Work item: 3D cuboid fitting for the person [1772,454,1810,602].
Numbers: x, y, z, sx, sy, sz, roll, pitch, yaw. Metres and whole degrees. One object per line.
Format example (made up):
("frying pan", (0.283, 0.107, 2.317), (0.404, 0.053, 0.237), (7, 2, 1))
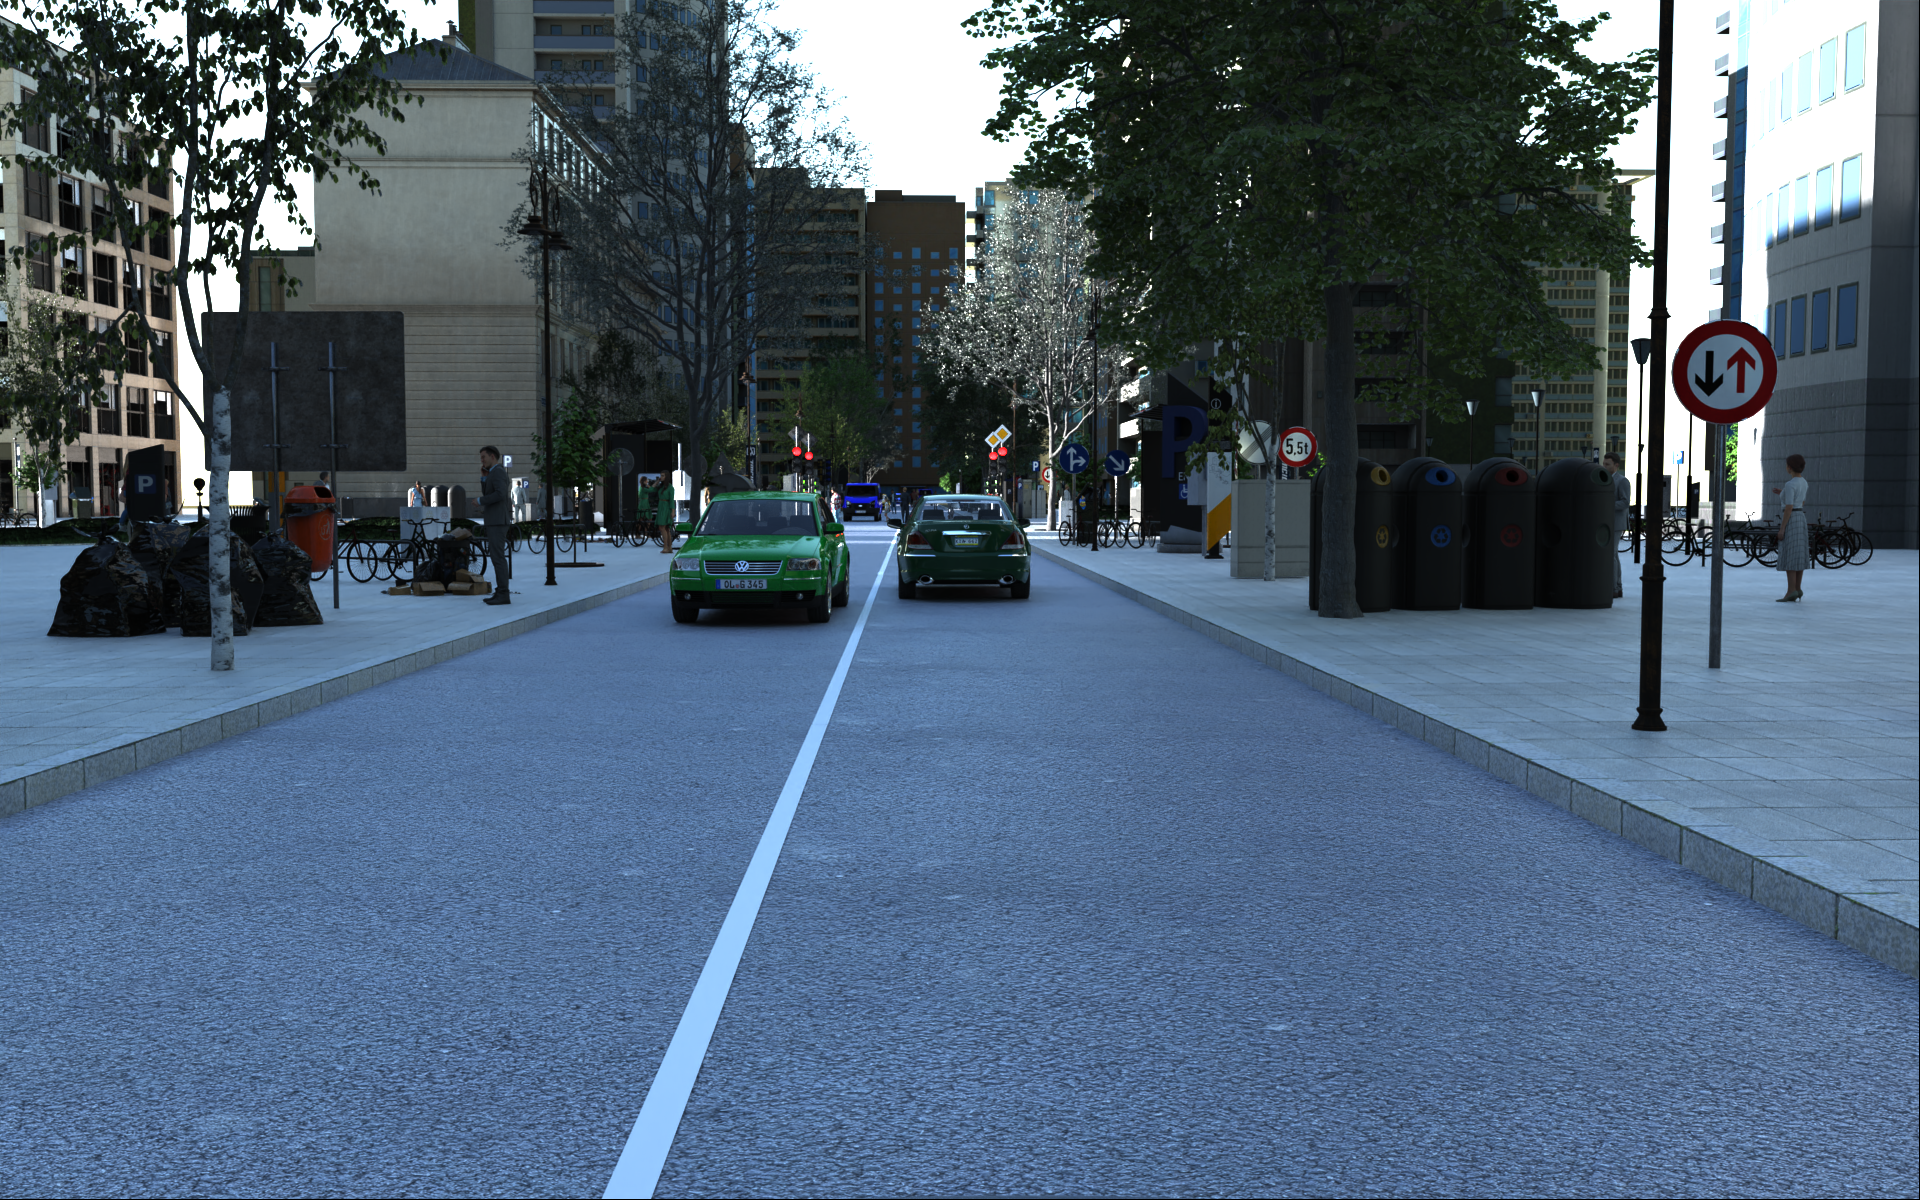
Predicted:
("person", (9.862, -0.859, 20.663), (0.480, 1.755, 0.524), (-3, 5, -40))

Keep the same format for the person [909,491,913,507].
("person", (-5.157, -11.014, 188.511), (1.348, 1.831, 0.705), (2, 4, 35))

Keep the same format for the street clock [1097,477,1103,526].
("street clock", (5.553, -4.029, 70.443), (0.471, 2.002, 0.358), (-1, 4, -15))

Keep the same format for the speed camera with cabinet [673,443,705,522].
("speed camera with cabinet", (-10.291, -4.474, 67.486), (2.038, 3.252, 0.660), (3, 4, 38))

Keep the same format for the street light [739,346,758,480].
("street light", (-6.613, -4.986, 54.315), (0.468, 5.910, 1.993), (0, 4, -2))

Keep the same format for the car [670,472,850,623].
("car", (-2.317, -0.730, 20.724), (1.959, 1.807, 4.718), (0, 4, 0))

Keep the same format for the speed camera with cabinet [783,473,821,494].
("speed camera with cabinet", (-7.445, -5.345, 81.723), (0.660, 3.252, 2.038), (3, 4, 38))

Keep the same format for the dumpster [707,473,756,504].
("dumpster", (-6.476, -2.650, 49.090), (1.264, 1.857, 1.865), (0, 4, -2))

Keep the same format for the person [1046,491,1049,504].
("person", (10.991, -13.096, 220.876), (1.217, 1.735, 0.721), (1, 4, 18))

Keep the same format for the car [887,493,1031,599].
("car", (0.004, -0.816, 25.146), (2.131, 1.459, 4.920), (0, 4, -2))

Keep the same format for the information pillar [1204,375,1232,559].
("information pillar", (5.119, -2.624, 34.254), (0.504, 3.616, 0.183), (-1, 4, -10))

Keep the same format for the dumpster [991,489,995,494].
("dumpster", (2.659, -8.763, 145.766), (1.502, 2.255, 1.985), (0, 4, -1))

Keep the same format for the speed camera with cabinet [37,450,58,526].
("speed camera with cabinet", (-36.125, -4.537, 68.520), (0.660, 3.252, 2.038), (-2, 4, -32))

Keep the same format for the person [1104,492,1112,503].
("person", (13.709, -9.235, 160.225), (0.628, 1.438, 0.799), (2, 4, 26))

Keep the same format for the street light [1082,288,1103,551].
("street light", (3.044, -4.046, 38.947), (0.468, 5.910, 1.993), (0, 4, -2))

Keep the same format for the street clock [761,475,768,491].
("street clock", (-7.599, -3.849, 67.497), (0.358, 2.002, 0.471), (-1, 4, -13))

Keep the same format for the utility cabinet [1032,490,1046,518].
("utility cabinet", (4.167, -5.141, 92.731), (0.318, 1.500, 1.173), (-2, 4, -30))

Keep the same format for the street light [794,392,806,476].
("street light", (-7.225, -6.474, 78.631), (0.468, 5.910, 1.993), (0, 4, -2))

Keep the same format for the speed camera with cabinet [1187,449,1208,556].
("speed camera with cabinet", (5.775, -2.551, 36.051), (2.038, 3.252, 0.660), (-1, 4, -18))

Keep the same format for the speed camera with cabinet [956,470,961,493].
("speed camera with cabinet", (0.743, -9.166, 144.198), (2.038, 3.252, 0.660), (1, 4, 16))

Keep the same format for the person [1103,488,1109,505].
("person", (12.954, -8.990, 153.368), (0.444, 1.785, 0.601), (-2, 4, -24))

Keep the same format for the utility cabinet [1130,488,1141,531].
("utility cabinet", (6.433, -3.094, 59.271), (1.173, 1.500, 0.318), (1, 4, 21))

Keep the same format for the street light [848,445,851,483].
("street light", (-8.904, -10.183, 139.272), (0.468, 5.910, 1.993), (0, 4, -2))

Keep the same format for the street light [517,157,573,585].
("street light", (-5.767, -3.147, 24.236), (0.468, 5.910, 1.993), (0, 4, -2))

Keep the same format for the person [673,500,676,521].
("person", (-13.855, -4.669, 82.477), (0.694, 1.812, 0.767), (-3, 4, -37))

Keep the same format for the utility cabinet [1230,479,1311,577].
("utility cabinet", (4.738, -1.088, 26.468), (1.173, 1.500, 0.318), (-1, 4, -13))

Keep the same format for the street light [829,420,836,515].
("street light", (-7.969, -8.289, 108.307), (0.468, 5.910, 1.993), (0, 4, -2))

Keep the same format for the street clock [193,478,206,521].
("street clock", (-33.843, -4.437, 77.110), (0.471, 2.002, 0.358), (-1, 4, -11))

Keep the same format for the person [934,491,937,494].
("person", (-2.163, -9.116, 158.268), (1.217, 1.735, 0.721), (-3, 5, -43))

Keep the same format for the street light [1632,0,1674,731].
("street light", (3.760, -2.231, 9.270), (0.468, 5.910, 1.993), (0, 4, -2))

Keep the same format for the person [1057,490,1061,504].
("person", (12.388, -12.913, 217.185), (0.705, 1.822, 1.348), (1, 4, 17))

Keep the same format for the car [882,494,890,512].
("car", (-6.433, -7.794, 137.660), (2.015, 1.641, 3.980), (0, 4, -1))

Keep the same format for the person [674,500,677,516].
("person", (-16.464, -5.723, 99.716), (0.391, 1.810, 0.635), (2, 4, 27))

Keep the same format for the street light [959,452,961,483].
("street light", (-0.020, -10.978, 152.278), (0.468, 5.910, 1.993), (0, 4, -2))

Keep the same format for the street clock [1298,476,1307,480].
("street clock", (13.881, -4.032, 70.496), (0.471, 2.002, 0.358), (-2, 4, -30))

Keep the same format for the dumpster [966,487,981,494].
("dumpster", (1.157, -7.158, 119.531), (1.502, 2.255, 1.985), (0, 4, -2))

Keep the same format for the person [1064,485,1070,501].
("person", (5.364, -4.964, 87.558), (0.624, 1.780, 0.694), (0, 4, 0))

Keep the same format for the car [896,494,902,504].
("car", (-7.476, -12.450, 213.147), (1.945, 1.707, 3.694), (0, 4, 0))

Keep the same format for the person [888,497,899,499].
("person", (-7.406, -11.174, 191.918), (1.217, 1.736, 0.721), (0, 4, -3))

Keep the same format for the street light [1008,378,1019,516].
("street light", (2.181, -5.894, 69.163), (0.468, 5.910, 1.993), (0, 4, -2))

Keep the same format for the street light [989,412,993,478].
("street light", (1.587, -7.294, 92.050), (0.468, 5.910, 1.993), (0, 4, -2))

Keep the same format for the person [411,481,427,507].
("person", (-21.648, -3.864, 69.312), (0.616, 1.811, 0.778), (0, 4, 2))

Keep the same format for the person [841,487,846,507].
("person", (-8.040, -7.108, 122.359), (0.694, 1.812, 0.767), (0, 4, -5))

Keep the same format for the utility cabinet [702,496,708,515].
("utility cabinet", (-9.365, -3.366, 66.203), (1.020, 1.237, 0.306), (2, 4, 25))

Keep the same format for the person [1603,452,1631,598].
("person", (7.986, -0.929, 21.434), (0.583, 1.804, 0.606), (-1, 4, -14))

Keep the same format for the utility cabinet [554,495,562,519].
("utility cabinet", (-18.428, -4.172, 79.380), (0.306, 1.237, 1.020), (-1, 4, -9))

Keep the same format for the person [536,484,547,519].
("person", (-21.357, -5.028, 88.348), (0.767, 1.812, 0.694), (2, 4, 26))

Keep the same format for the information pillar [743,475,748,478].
("information pillar", (-8.280, -3.832, 67.148), (0.304, 2.012, 0.304), (0, 4, 6))
